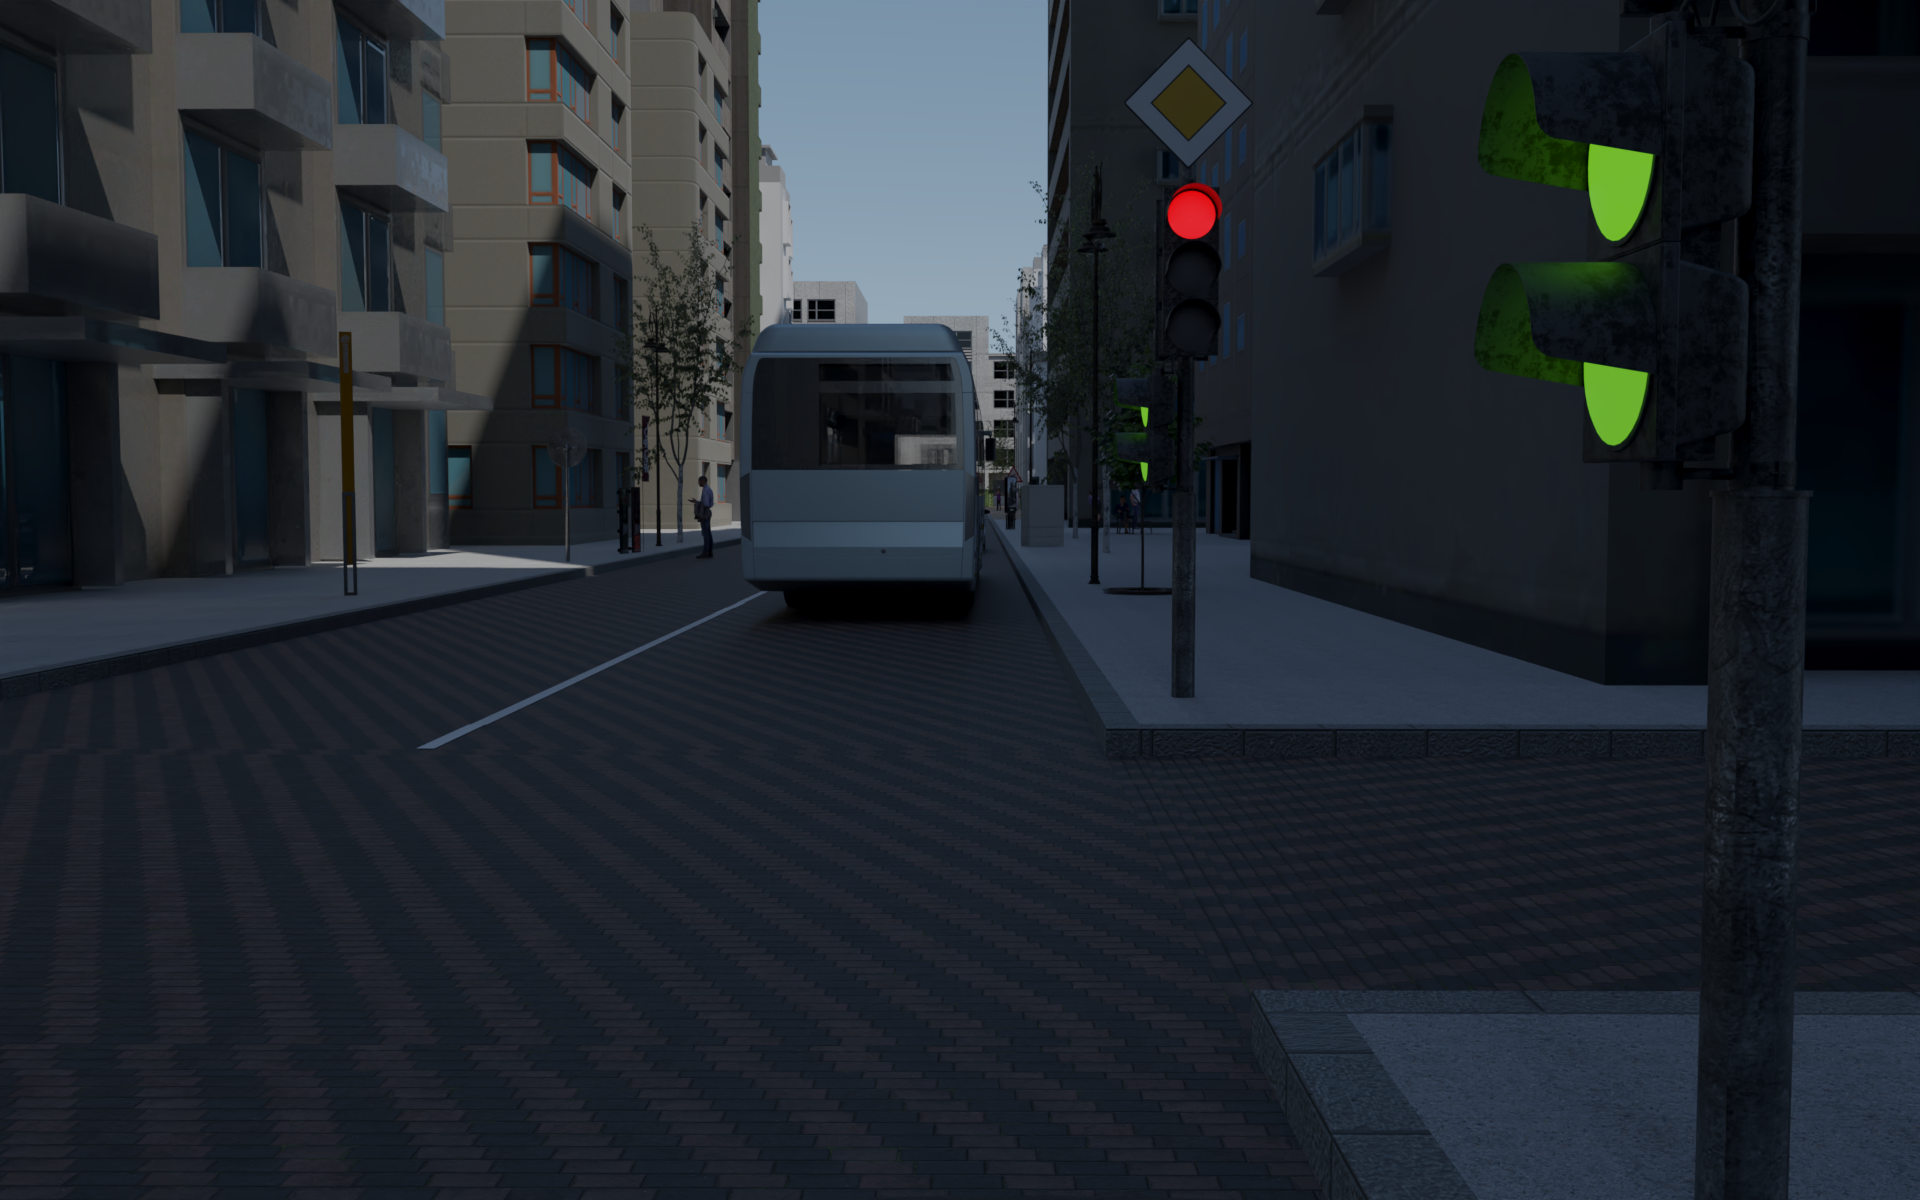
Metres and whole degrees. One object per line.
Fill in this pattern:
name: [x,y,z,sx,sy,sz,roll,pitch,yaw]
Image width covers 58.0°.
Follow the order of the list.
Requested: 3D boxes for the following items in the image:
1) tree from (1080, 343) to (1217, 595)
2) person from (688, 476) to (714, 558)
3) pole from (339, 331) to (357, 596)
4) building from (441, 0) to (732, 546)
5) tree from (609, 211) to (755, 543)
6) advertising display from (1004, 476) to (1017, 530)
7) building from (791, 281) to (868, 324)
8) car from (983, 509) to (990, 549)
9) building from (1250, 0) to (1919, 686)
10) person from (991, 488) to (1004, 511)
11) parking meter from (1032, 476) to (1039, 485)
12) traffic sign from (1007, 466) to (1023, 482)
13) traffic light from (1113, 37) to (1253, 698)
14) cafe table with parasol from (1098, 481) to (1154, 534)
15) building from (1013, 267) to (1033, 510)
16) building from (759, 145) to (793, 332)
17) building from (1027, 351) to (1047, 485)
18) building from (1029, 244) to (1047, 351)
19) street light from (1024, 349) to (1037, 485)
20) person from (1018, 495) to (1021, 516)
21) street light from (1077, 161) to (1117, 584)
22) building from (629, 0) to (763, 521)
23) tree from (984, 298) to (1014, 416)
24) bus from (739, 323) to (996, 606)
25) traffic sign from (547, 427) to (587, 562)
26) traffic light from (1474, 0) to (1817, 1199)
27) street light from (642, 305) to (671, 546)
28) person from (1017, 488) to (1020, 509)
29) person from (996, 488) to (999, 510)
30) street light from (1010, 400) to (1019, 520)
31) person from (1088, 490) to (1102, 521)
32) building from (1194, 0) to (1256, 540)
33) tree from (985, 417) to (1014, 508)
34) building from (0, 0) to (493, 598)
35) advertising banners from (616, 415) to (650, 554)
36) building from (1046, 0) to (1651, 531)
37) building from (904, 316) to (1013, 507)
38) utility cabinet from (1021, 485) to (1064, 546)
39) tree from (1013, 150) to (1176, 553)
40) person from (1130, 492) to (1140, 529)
tree: [2.365,-1.688,22.201,1.663,3.219,1.824,0,3,0]
person: [-5.805,-1.853,38.663,0.599,1.838,0.709,0,4,2]
pole: [-7.727,-1.714,21.863,0.158,3.312,0.155,0,3,0]
building: [-23.441,-12.967,57.042,27.650,21.520,28.899,0,4,1]
tree: [-7.434,-5.836,45.777,4.360,8.622,3.978,0,3,0]
advertising display: [1.828,-3.513,62.657,0.123,1.923,0.974,1,4,21]
building: [-24.350,-17.497,152.529,31.486,18.905,16.747,0,4,1]
car: [-0.243,-1.942,43.762,2.014,1.417,4.499,0,4,2]
building: [14.912,-24.279,20.661,21.600,48.544,21.300,0,4,1]
person: [2.933,-7.690,132.456,1.217,1.739,0.721,2,4,25]
parking meter: [2.445,-3.141,57.071,0.255,1.863,0.399,1,4,19]
traffic sign: [2.446,-4.854,79.367,0.884,2.594,0.081,0,4,5]
traffic light: [1.392,-1.341,10.847,0.839,4.253,0.868,0,4,1]
cafe table with parasol: [5.332,-3.118,55.851,2.610,1.966,2.610,-2,4,-28]
building: [13.327,-16.943,143.481,16.747,18.905,31.486,0,4,1]
building: [-16.863,-14.411,92.047,16.016,20.091,11.380,0,4,1]
building: [8.818,-9.769,101.866,9.099,9.664,28.070,0,4,1]
building: [12.944,-16.238,121.906,16.016,20.091,11.380,0,4,1]
street light: [2.236,-5.014,54.772,0.468,5.910,1.993,0,4,1]
person: [3.675,-5.752,100.533,0.568,1.767,0.683,1,4,17]
street light: [1.919,-3.164,24.524,0.468,5.910,1.993,0,4,1]
building: [-16.789,-18.744,78.174,14.160,30.474,14.107,0,4,1]
tree: [3.115,-6.098,50.070,4.360,8.622,3.978,0,3,0]
bus: [-0.961,-1.863,25.325,2.948,3.499,13.247,0,4,1]
traffic sign: [-7.450,-2.002,32.845,0.768,2.556,0.104,0,4,1]
traffic light: [1.322,-0.853,2.862,0.839,4.253,0.868,0,4,1]
street light: [-7.412,-4.261,42.451,0.468,5.910,1.993,0,4,1]
person: [4.475,-7.889,135.698,0.551,1.740,0.621,2,4,27]
person: [3.099,-8.008,137.688,0.721,1.735,1.217,0,4,3]
street light: [2.692,-6.898,85.568,0.468,5.910,1.993,0,4,1]
person: [5.017,-3.389,64.692,0.421,1.427,0.697,-2,4,-24]
building: [14.536,-24.370,48.565,14.600,45.320,14.200,0,4,1]
tree: [3.738,-12.984,162.644,4.737,8.622,4.395,0,3,0]
building: [-21.693,-24.890,26.564,23.786,49.044,30.456,0,4,1]
advertising banners: [-7.113,-2.551,37.903,0.090,3.025,2.074,1,4,9]
building: [14.863,-27.568,74.440,21.300,48.544,21.600,0,4,1]
building: [-5.515,-19.202,180.402,31.486,18.905,16.747,0,4,1]
utility cabinet: [2.007,-2.053,42.241,1.173,1.500,0.318,-3,5,-41]
tree: [3.204,-5.316,37.278,4.360,8.622,3.978,0,3,0]
person: [6.463,-3.437,63.173,0.436,1.711,0.756,2,4,34]
